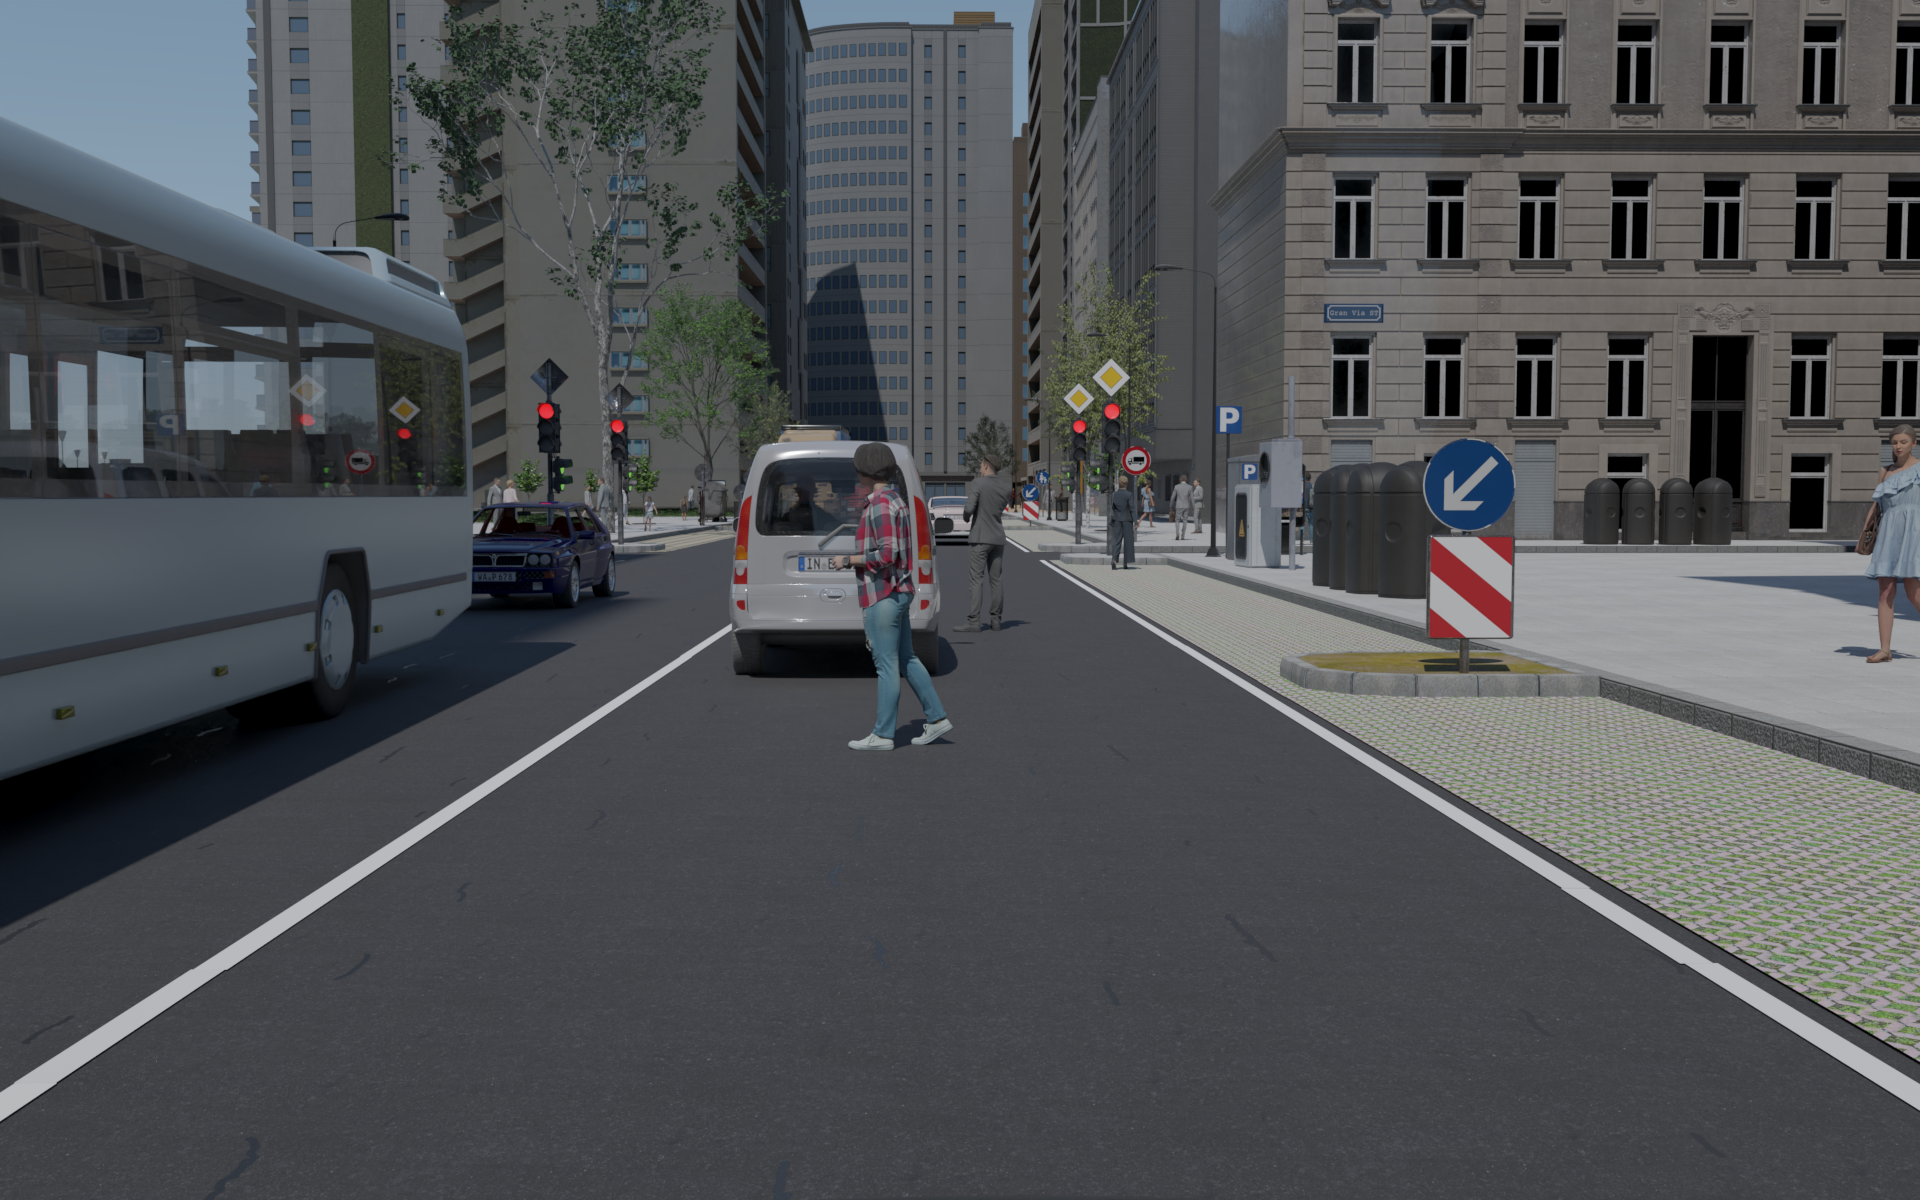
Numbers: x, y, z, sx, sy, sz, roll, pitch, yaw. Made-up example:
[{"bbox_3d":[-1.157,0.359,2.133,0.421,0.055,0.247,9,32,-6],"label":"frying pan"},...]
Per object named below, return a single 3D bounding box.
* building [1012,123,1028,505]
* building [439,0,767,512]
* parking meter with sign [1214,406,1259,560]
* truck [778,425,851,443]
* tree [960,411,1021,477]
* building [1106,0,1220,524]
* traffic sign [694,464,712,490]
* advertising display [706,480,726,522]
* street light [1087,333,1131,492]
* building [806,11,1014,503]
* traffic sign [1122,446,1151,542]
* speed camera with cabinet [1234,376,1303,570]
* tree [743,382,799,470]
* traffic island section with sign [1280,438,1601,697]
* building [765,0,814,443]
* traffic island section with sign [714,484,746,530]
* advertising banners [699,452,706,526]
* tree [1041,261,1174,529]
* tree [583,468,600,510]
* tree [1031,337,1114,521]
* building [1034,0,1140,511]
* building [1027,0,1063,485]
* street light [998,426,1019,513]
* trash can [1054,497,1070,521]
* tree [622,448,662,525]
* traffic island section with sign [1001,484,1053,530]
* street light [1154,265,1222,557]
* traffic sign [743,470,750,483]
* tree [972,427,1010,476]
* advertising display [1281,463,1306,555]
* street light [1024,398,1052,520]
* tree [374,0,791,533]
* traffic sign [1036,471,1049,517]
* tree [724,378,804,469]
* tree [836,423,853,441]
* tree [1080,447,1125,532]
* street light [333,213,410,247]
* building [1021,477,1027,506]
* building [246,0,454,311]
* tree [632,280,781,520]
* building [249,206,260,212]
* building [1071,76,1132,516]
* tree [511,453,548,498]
[{"bbox_3d":[13.348,-34.380,212.229,14.200,45.320,14.600,0,4,-1],"label":"building"},{"bbox_3d":[-26.156,-30.917,129.196,21.300,48.544,21.600,0,4,-1],"label":"building"},{"bbox_3d":[5.466,-2.279,33.515,0.543,3.016,1.738,-1,4,-11],"label":"parking meter with sign"},{"bbox_3d":[-6.066,-5.111,72.473,2.839,4.237,11.283,0,4,-1],"label":"truck"},{"bbox_3d":[3.484,-16.004,196.083,7.601,10.594,8.767,0,4,5],"label":"tree"},{"bbox_3d":[15.383,-17.851,85.367,14.314,27.812,24.014,0,4,-1],"label":"building"},{"bbox_3d":[-10.726,-4.418,72.348,0.768,2.556,0.104,0,4,6],"label":"traffic sign"},{"bbox_3d":[-11.309,-4.583,80.140,0.974,1.923,0.123,-2,4,-26],"label":"advertising display"},{"bbox_3d":[4.342,-4.735,49.965,1.470,5.913,1.316,0,4,-1],"label":"street light"},{"bbox_3d":[-7.917,-41.196,215.561,28.212,58.520,21.231,0,4,-1],"label":"building"},{"bbox_3d":[4.666,-2.804,45.956,0.768,2.556,0.104,0,4,1],"label":"traffic sign"},{"bbox_3d":[5.294,-2.172,29.841,0.660,3.252,2.038,0,4,-8],"label":"speed camera with cabinet"},{"bbox_3d":[-12.610,-10.005,113.947,4.737,8.622,4.395,0,3,0],"label":"tree"},{"bbox_3d":[3.502,-0.273,13.086,1.989,1.847,2.006,0,4,-1],"label":"traffic island section with sign"},{"bbox_3d":[-29.572,-35.937,176.816,27.495,52.752,28.713,0,4,-1],"label":"building"},{"bbox_3d":[-8.664,-3.684,68.864,1.989,1.847,2.006,0,4,-1],"label":"traffic island section with sign"},{"bbox_3d":[-10.506,-4.565,70.833,0.090,3.025,2.074,0,4,-1],"label":"advertising banners"},{"bbox_3d":[4.826,-6.344,54.090,4.737,8.622,4.395,0,3,0],"label":"tree"},{"bbox_3d":[-24.734,-7.417,115.877,1.663,3.219,1.824,0,3,0],"label":"tree"},{"bbox_3d":[5.338,-7.969,80.654,4.360,8.622,3.978,0,3,0],"label":"tree"},{"bbox_3d":[16.674,-42.536,133.720,20.563,71.187,20.611,0,4,-1],"label":"building"},{"bbox_3d":[17.280,-32.525,155.489,21.300,48.544,21.600,0,4,-1],"label":"building"},{"bbox_3d":[3.311,-8.965,119.112,1.470,5.913,1.316,0,4,-1],"label":"street light"},{"bbox_3d":[4.828,-4.306,82.061,0.748,1.137,0.748,0,3,0],"label":"trash can"},{"bbox_3d":[-13.321,-4.811,73.269,1.663,3.219,1.824,0,3,0],"label":"tree"},{"bbox_3d":[2.664,-3.686,68.897,1.989,1.847,2.006,0,4,-1],"label":"traffic island section with sign"},{"bbox_3d":[4.634,-3.834,35.228,1.470,5.913,1.316,0,4,-1],"label":"street light"},{"bbox_3d":[-11.188,-5.644,92.389,0.768,2.556,0.104,0,4,3],"label":"traffic sign"},{"bbox_3d":[3.503,-14.615,189.320,4.360,8.622,3.978,0,3,0],"label":"tree"},{"bbox_3d":[6.781,-1.912,36.475,0.974,1.923,0.123,1,4,23],"label":"advertising display"},{"bbox_3d":[3.805,-6.823,84.098,1.470,5.913,1.316,0,4,-1],"label":"street light"},{"bbox_3d":[-11.796,-12.173,54.914,12.611,20.169,13.585,0,3,0],"label":"tree"},{"bbox_3d":[4.600,-5.854,95.820,0.768,2.556,0.104,0,4,1],"label":"traffic sign"},{"bbox_3d":[-12.327,-9.549,106.495,4.360,8.622,3.978,0,3,0],"label":"tree"},{"bbox_3d":[-12.853,-14.003,179.303,4.360,8.622,3.978,0,3,0],"label":"tree"},{"bbox_3d":[5.190,-3.991,59.846,1.663,3.219,1.824,0,3,0],"label":"tree"},{"bbox_3d":[-9.791,-3.439,28.764,1.470,5.913,1.316,0,4,-1],"label":"street light"},{"bbox_3d":[22.703,-29.796,179.045,32.217,40.220,23.993,0,4,-1],"label":"building"},{"bbox_3d":[-57.521,-39.053,180.518,28.212,58.520,21.231,0,4,-1],"label":"building"},{"bbox_3d":[-12.366,-9.731,84.859,9.928,11.665,9.643,0,3,0],"label":"tree"},{"bbox_3d":[-73.483,-32.317,220.261,23.993,40.220,32.217,0,4,-1],"label":"building"},{"bbox_3d":[13.793,-17.755,108.313,12.078,24.808,19.932,0,4,-1],"label":"building"},{"bbox_3d":[-20.495,-5.346,82.015,1.663,3.219,1.824,0,3,0],"label":"tree"}]
